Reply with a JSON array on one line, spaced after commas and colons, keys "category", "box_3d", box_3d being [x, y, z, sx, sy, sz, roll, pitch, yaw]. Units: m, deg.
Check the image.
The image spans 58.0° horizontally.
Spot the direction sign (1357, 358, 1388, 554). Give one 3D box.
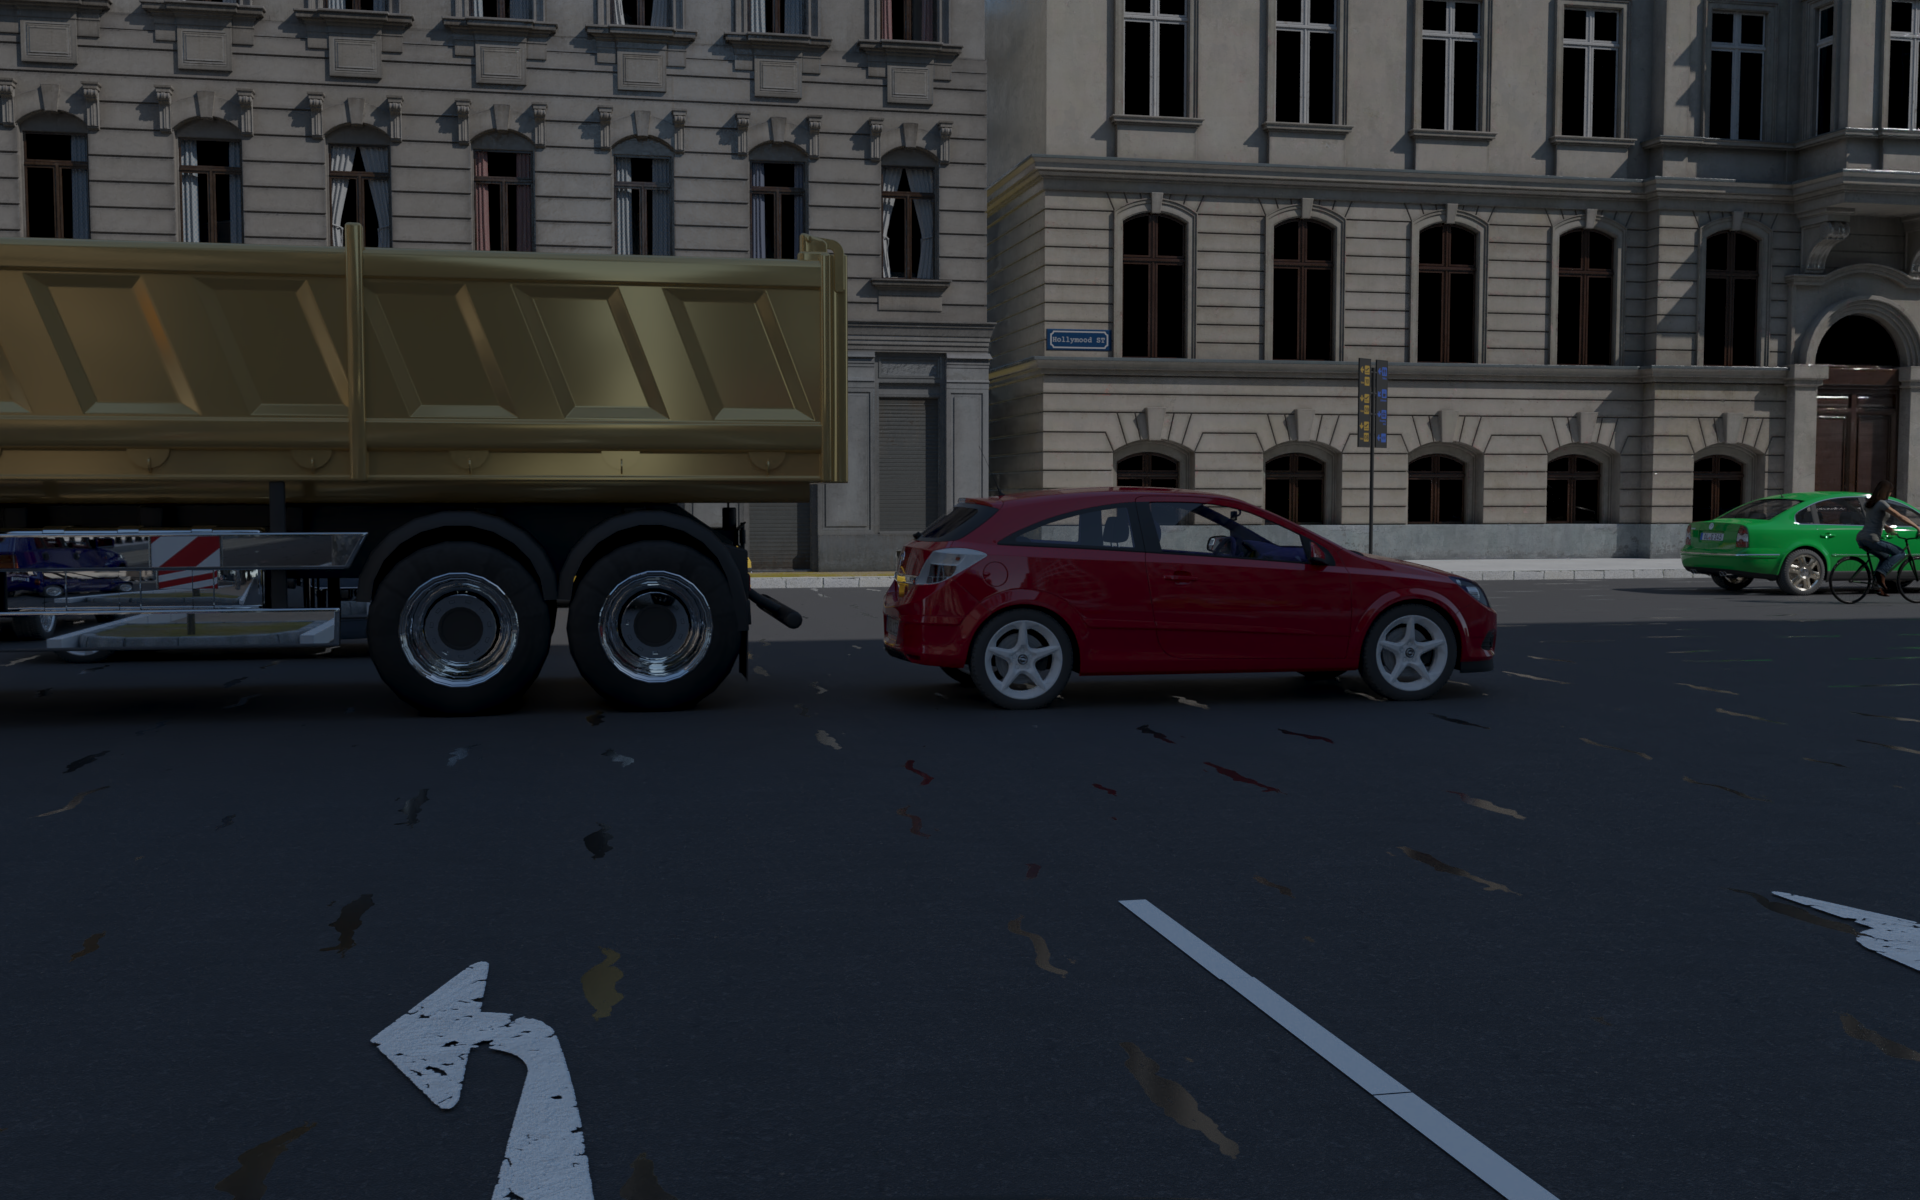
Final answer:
[{"category": "direction sign", "box_3d": [6.934, -2.273, 29.156, 0.876, 3.537, 0.379, -3, 5, -45]}]

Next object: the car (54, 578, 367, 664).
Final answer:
[{"category": "car", "box_3d": [-6.102, -0.226, 15.698, 4.499, 1.417, 2.014, -1, 4, -11]}]

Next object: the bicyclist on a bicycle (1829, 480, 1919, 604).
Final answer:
[{"category": "bicyclist on a bicycle", "box_3d": [12.063, -0.768, 22.582, 1.625, 1.676, 1.499, -1, 4, -10]}]

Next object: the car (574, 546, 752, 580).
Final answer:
[{"category": "car", "box_3d": [-4.709, -0.749, 22.476, 3.980, 1.641, 2.015, -1, 4, -11]}]

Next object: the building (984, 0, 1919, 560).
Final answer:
[{"category": "building", "box_3d": [16.985, -13.503, 39.851, 34.723, 24.649, 14.460, -1, 4, -12]}]

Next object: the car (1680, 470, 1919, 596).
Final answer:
[{"category": "car", "box_3d": [13.057, -1.018, 25.436, 4.718, 1.807, 1.959, -1, 4, -10]}]

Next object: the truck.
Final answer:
[{"category": "truck", "box_3d": [-5.770, -0.965, 11.702, 9.791, 3.379, 3.469, -1, 4, -12]}]

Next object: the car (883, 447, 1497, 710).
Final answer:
[{"category": "car", "box_3d": [1.686, -0.214, 12.545, 4.494, 1.783, 2.155, -1, 4, -10]}]

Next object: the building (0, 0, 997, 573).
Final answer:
[{"category": "building", "box_3d": [-9.167, -11.129, 31.111, 18.267, 20.994, 9.793, -1, 4, -12]}]
